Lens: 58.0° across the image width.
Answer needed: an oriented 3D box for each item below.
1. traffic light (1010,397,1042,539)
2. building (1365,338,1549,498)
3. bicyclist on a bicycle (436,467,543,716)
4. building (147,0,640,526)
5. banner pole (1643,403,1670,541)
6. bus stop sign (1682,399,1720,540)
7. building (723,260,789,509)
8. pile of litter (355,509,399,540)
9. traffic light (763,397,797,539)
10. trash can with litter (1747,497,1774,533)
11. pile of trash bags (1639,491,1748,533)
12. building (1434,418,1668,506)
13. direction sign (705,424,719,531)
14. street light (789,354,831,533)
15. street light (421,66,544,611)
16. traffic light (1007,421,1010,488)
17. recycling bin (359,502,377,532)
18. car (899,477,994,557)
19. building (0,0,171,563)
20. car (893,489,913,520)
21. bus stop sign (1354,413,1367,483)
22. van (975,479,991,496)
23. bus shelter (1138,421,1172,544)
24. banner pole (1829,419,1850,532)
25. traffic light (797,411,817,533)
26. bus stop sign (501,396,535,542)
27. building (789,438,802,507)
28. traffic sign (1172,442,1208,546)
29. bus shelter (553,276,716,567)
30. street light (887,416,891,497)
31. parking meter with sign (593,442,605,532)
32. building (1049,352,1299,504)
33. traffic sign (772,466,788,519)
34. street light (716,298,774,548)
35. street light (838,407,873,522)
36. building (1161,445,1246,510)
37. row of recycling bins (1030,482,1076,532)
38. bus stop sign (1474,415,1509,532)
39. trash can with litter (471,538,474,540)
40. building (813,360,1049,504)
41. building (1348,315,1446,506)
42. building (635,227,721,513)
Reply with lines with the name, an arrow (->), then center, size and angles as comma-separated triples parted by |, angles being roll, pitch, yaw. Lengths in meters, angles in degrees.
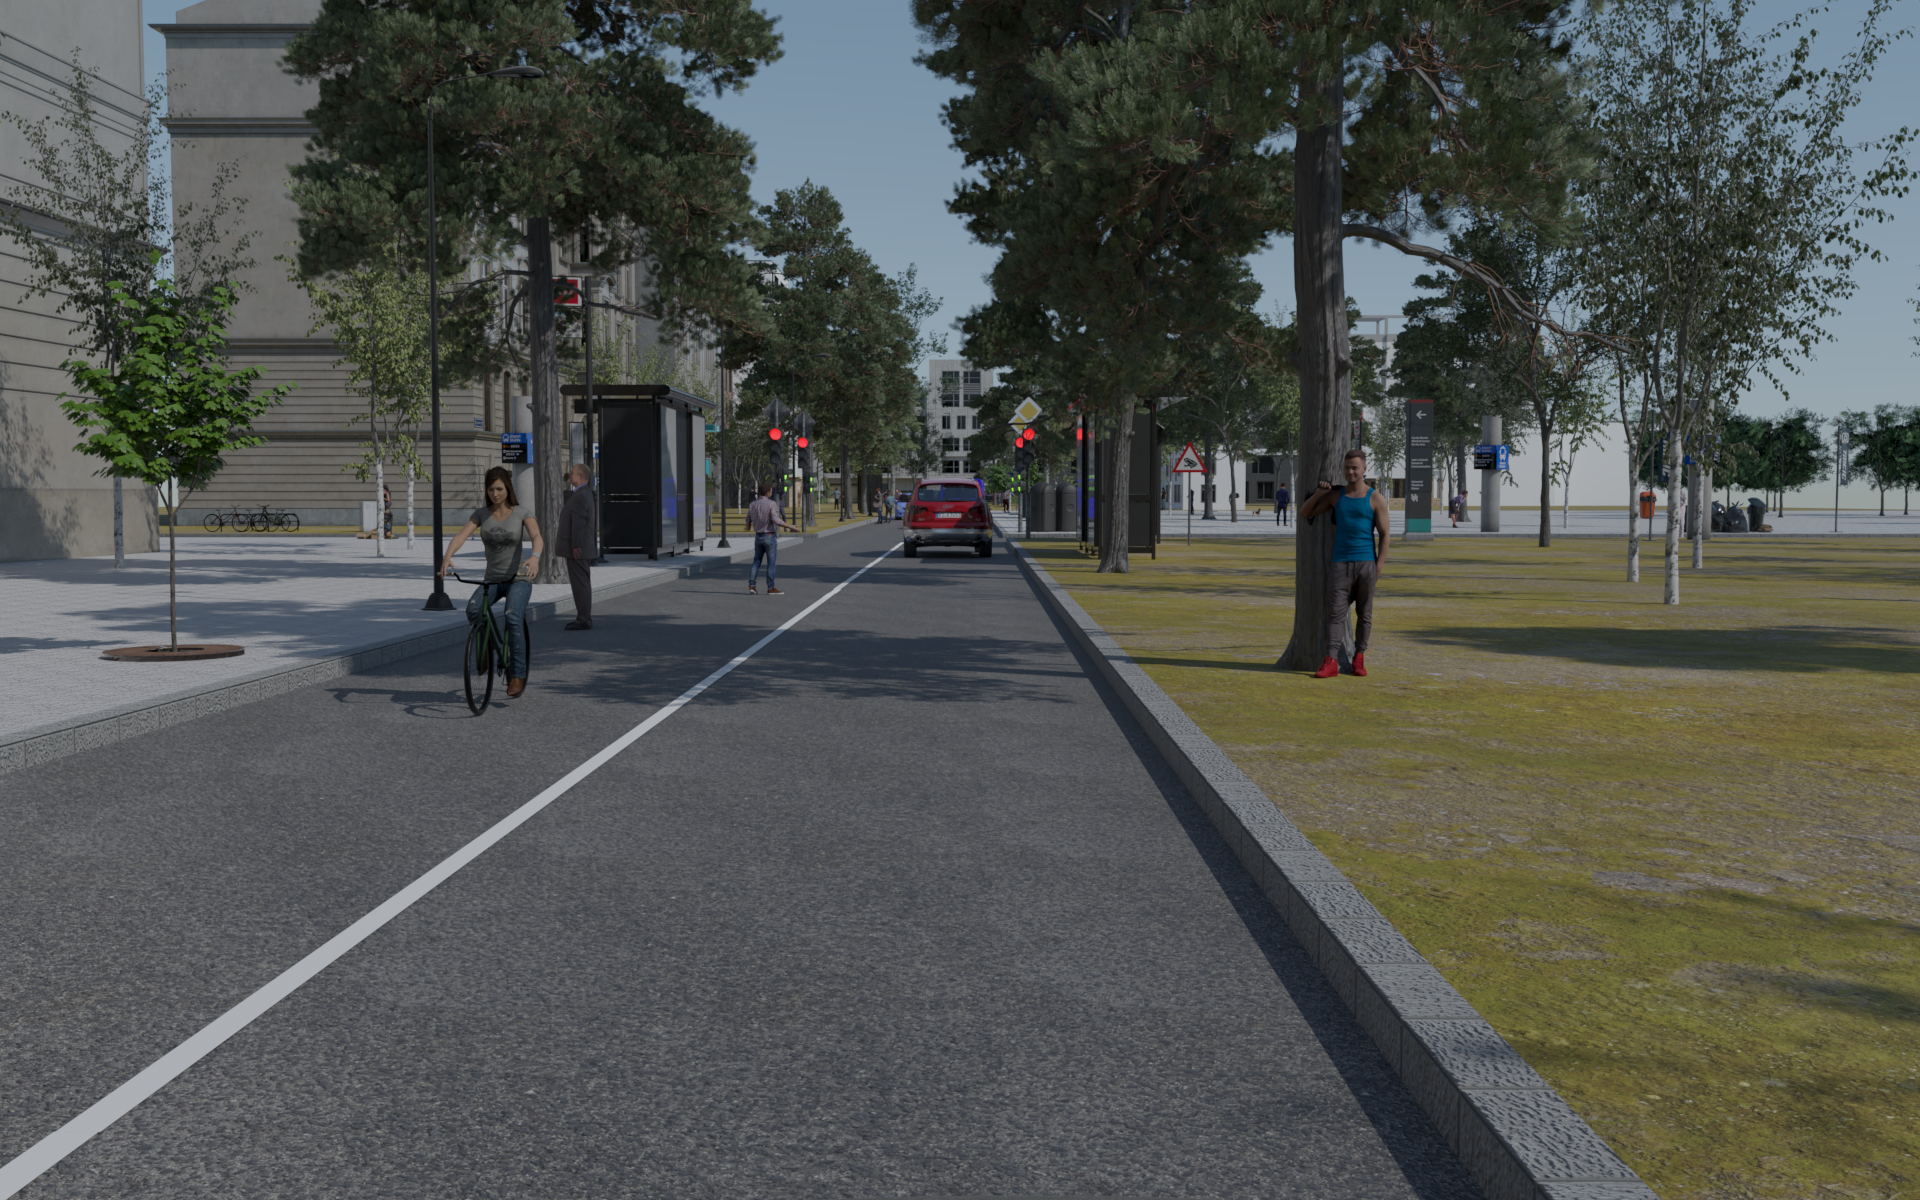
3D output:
traffic light -> 1.936, -3.688, 49.539 | 0.839, 4.213, 0.868 | 0, 4, 0
building -> 60.800, -24.298, 241.251 | 32.646, 21.610, 27.936 | 0, 4, 0
bicyclist on a bicycle -> -3.105, -0.100, 11.657 | 1.499, 1.676, 1.625 | 0, 4, 0
building -> -24.261, -16.267, 85.050 | 14.460, 24.649, 34.723 | 0, 4, 0
banner pole -> 19.259, -3.522, 47.602 | 0.863, 3.779, 0.401 | 1, 4, 10
bus stop sign -> 20.675, -3.630, 48.373 | 0.837, 3.901, 0.837 | 2, 4, 34
building -> -30.380, -18.676, 149.322 | 27.936, 21.610, 32.646 | 0, 4, 0
pile of litter -> -16.660, -2.173, 49.489 | 1.176, 0.858, 1.719 | -1, 4, -17
traffic light -> -5.225, -3.689, 49.566 | 0.839, 4.213, 0.868 | 0, 4, 0
trash can with litter -> 26.812, -2.845, 57.908 | 0.624, 1.170, 1.055 | -1, 4, -11
pile of trash bags -> 24.278, -2.932, 57.687 | 3.447, 1.369, 1.912 | 0, 4, -2
building -> 65.196, -15.389, 193.756 | 28.070, 9.664, 9.099 | 0, 4, 0
direction sign -> -8.784, -4.294, 58.968 | 1.411, 3.948, 2.525 | 3, 5, 41
street light -> -4.977, -5.193, 57.440 | 1.470, 5.913, 1.316 | 0, 4, 0
street light -> -5.219, -2.839, 18.964 | 1.470, 5.913, 1.316 | 0, 4, 0
traffic light -> 1.984, -4.176, 57.524 | 0.839, 4.213, 0.868 | 0, 4, 0
recycling bin -> -19.931, -2.821, 58.674 | 0.722, 1.027, 0.722 | -2, 4, -29
car -> -0.312, -1.965, 40.807 | 2.281, 1.827, 5.304 | 0, 4, -1
building -> -31.987, -12.061, 30.475 | 30.059, 22.955, 16.112 | 0, 4, 0
car -> -2.697, -5.282, 95.952 | 1.945, 1.707, 3.694 | 0, 4, 1
bus stop sign -> 13.140, -4.187, 57.157 | 0.416, 3.939, 0.855 | 0, 4, -4
van -> 0.132, -4.137, 72.025 | 2.240, 2.365, 5.245 | 0, 4, 2
bus shelter -> 4.403, -3.242, 46.926 | 2.014, 3.302, 5.546 | 0, 4, 0
banner pole -> 29.690, -4.178, 58.332 | 0.863, 3.779, 0.401 | -2, 4, -32
traffic light -> -5.177, -4.178, 57.551 | 0.839, 4.213, 0.868 | 0, 4, 0
bus stop sign -> -11.789, -3.536, 46.824 | 0.837, 3.901, 0.837 | 1, 4, 22
building -> -22.784, -20.443, 190.659 | 11.380, 20.091, 16.016 | 0, 4, 0
traffic sign -> 5.683, -2.624, 42.901 | 0.884, 2.594, 0.081 | 0, 4, 5
bus shelter -> -6.592, -3.482, 34.555 | 2.179, 5.291, 8.768 | 0, 4, 0
street light -> -4.743, -7.910, 101.869 | 1.470, 5.913, 1.316 | 0, 4, 0
parking meter with sign -> -12.269, -3.847, 59.154 | 0.543, 3.016, 1.738 | 0, 4, -3
building -> 28.101, -24.305, 241.360 | 32.646, 21.610, 27.936 | 0, 4, 0
traffic sign -> -8.200, -4.817, 78.858 | 0.768, 2.556, 0.104 | 1, 4, 10
street light -> -5.093, -4.194, 41.112 | 1.470, 5.913, 1.316 | 0, 4, 0
street light -> -4.903, -6.547, 79.587 | 1.470, 5.913, 1.316 | 0, 4, 0
building -> 18.920, -12.998, 154.659 | 9.099, 9.664, 28.070 | 0, 4, 0
row of recycling bins -> 4.044, -3.185, 59.180 | 3.534, 1.692, 1.069 | -2, 4, -25
bus stop sign -> 17.863, -4.235, 58.263 | 0.837, 3.901, 0.837 | -3, 5, -45
trash can with litter -> -12.950, -2.318, 48.963 | 1.678, 1.210, 2.233 | -1, 4, -13
building -> -3.998, -22.599, 235.958 | 31.486, 18.905, 16.747 | 0, 4, 0
building -> 45.446, -20.364, 189.370 | 11.380, 20.091, 16.016 | 0, 4, 0
building -> -22.883, -18.014, 112.545 | 12.078, 24.808, 19.932 | 0, 4, 0
